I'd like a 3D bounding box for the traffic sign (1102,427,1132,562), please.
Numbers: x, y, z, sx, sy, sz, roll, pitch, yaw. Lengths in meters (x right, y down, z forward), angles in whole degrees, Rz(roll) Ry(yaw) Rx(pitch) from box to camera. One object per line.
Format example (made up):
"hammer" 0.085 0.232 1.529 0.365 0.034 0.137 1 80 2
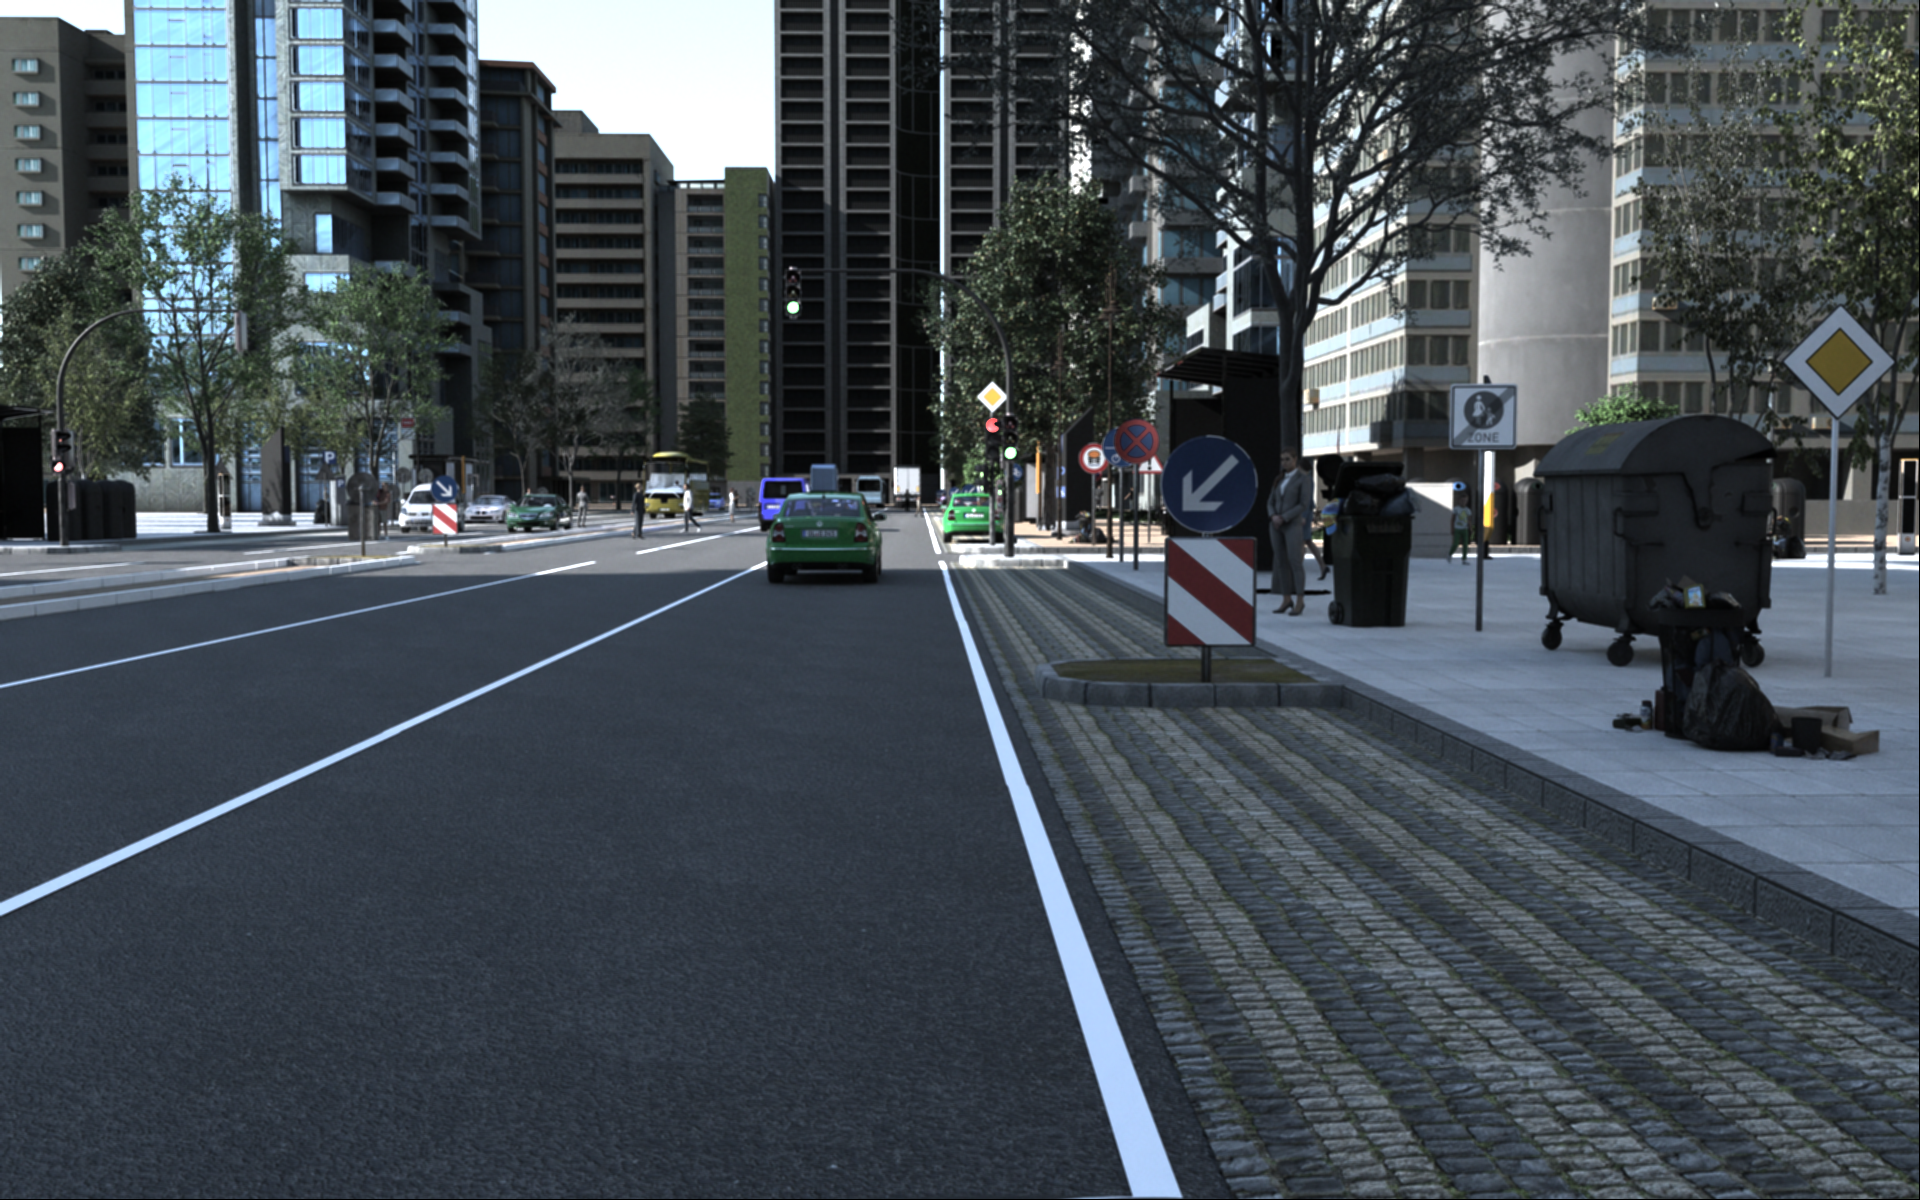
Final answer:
"traffic sign" 3.063 -1.998 32.772 0.768 2.556 0.104 0 4 1

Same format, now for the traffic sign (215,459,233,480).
"traffic sign" -27.079 -3.881 63.459 0.884 2.594 0.081 0 4 1

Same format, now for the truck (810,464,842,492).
"truck" -12.187 -9.757 149.293 2.967 4.110 18.799 0 3 0

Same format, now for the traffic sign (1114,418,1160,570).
"traffic sign" 2.981 -1.784 29.272 0.768 2.556 0.104 0 4 7

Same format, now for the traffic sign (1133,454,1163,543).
"traffic sign" 4.970 -2.780 45.462 0.884 2.594 0.081 0 4 2

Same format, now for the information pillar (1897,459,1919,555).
"information pillar" 19.912 -1.951 36.390 0.304 2.012 0.304 1 4 20

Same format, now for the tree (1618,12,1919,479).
"tree" 12.110 -4.682 26.918 4.360 8.622 3.978 0 3 0

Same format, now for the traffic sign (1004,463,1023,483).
"traffic sign" 2.176 -4.301 70.425 0.768 2.556 0.104 0 4 0

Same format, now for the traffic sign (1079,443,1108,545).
"traffic sign" 3.337 -2.634 43.172 0.768 2.556 0.104 0 4 1

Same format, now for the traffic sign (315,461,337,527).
"traffic sign" -24.902 -4.159 68.001 0.884 2.594 0.081 0 4 -1

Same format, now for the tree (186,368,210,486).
"tree" -41.270 -8.956 96.785 4.737 8.622 4.395 0 3 0

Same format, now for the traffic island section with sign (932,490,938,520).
"traffic island section with sign" -0.409 -5.327 95.723 1.989 1.847 2.006 0 4 -1

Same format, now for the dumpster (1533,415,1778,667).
"dumpster" 5.404 -0.476 13.536 1.264 1.857 1.865 0 4 -2

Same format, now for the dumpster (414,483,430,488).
"dumpster" -26.563 -4.951 86.713 1.264 1.857 1.865 0 4 -1

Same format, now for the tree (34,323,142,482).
"tree" -36.173 -7.416 71.621 4.360 8.622 3.978 0 3 0

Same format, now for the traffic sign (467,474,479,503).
"traffic sign" -24.801 -5.264 88.200 0.606 2.300 0.079 0 4 6

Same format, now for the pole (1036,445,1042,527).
"pole" 3.042 -4.453 66.651 0.158 3.312 0.155 0 3 0

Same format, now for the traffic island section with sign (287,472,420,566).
"traffic island section with sign" -12.332 -1.655 35.199 2.006 1.907 1.989 0 4 -1

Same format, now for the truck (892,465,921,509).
"truck" -5.331 -11.259 172.998 2.839 4.237 11.283 0 4 -3

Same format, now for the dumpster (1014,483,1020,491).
"dumpster" 3.976 -6.573 109.966 1.502 2.255 1.985 0 4 -1

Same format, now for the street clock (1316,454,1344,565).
"street clock" 6.691 -1.636 31.315 0.471 2.002 0.358 -1 4 -20

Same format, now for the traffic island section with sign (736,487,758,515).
"traffic island section with sign" -14.281 -6.703 117.722 2.006 1.907 1.989 0 4 -1

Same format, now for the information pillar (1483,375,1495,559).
"information pillar" 10.352 -2.605 33.948 0.183 3.616 0.504 0 4 -3

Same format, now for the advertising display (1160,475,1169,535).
"advertising display" 6.488 -3.009 54.416 0.123 1.923 0.974 -1 4 -10

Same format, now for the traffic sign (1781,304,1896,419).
"traffic sign" 6.114 -0.754 12.062 0.795 2.593 0.064 0 3 0

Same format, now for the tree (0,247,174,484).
"tree" -41.484 -10.012 80.699 9.611 12.733 9.660 0 3 0

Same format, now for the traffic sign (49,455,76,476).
"traffic sign" -25.555 -3.011 49.329 0.768 2.556 0.104 0 4 3

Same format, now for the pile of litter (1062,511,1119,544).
"pile of litter" 3.446 -1.914 45.255 1.176 0.858 1.719 -2 4 -32

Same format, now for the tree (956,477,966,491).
"tree" 0.648 -10.633 168.457 1.663 3.219 1.824 0 3 0

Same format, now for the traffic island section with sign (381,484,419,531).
"traffic island section with sign" -22.368 -3.623 67.871 1.989 1.847 2.006 0 4 -1

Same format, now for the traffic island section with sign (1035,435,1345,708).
"traffic island section with sign" 1.561 -0.236 12.486 1.989 1.847 2.006 0 4 -1

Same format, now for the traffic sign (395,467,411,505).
"traffic sign" -26.402 -5.019 82.159 0.768 2.556 0.104 0 4 1

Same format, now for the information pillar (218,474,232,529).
"information pillar" -26.783 -3.586 63.115 0.304 2.012 0.304 3 5 41

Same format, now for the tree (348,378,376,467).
"tree" -35.551 -9.063 98.537 4.737 8.622 4.395 0 3 0

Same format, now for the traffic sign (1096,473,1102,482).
"traffic sign" 5.695 -4.525 74.082 0.768 2.556 0.104 0 4 6

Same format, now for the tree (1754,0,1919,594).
"tree" 12.024 -4.379 21.961 4.737 8.622 4.395 0 3 0

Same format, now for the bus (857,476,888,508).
"bus" -9.270 -11.463 182.273 2.948 3.499 13.247 0 4 -1

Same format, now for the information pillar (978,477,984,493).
"information pillar" 1.173 -6.313 94.575 0.504 3.616 0.183 -2 4 -30

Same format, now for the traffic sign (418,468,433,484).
"traffic sign" -26.331 -5.214 85.348 0.768 2.556 0.104 0 4 7

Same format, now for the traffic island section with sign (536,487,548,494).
"traffic island section with sign" -23.009 -5.294 95.192 1.989 1.847 2.006 0 4 -1

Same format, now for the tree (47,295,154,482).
"tree" -32.805 -7.027 65.251 4.737 8.622 4.395 0 3 0

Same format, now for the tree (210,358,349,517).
"tree" -35.659 -8.590 90.810 4.737 8.622 4.395 0 3 0

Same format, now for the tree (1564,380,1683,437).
"tree" 19.261 -4.065 50.179 4.285 4.588 4.351 0 3 0

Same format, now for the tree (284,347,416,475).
"tree" -38.185 -10.556 107.000 7.601 10.594 8.767 2 4 25

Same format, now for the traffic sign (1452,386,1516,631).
"traffic sign" 4.859 -0.857 16.149 0.606 2.300 0.079 0 4 5

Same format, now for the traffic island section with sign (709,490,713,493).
"traffic island section with sign" -24.840 -10.016 172.389 1.989 1.847 2.006 0 4 -1

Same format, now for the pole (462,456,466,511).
"pole" -26.303 -5.993 91.823 0.158 3.312 0.155 0 3 0

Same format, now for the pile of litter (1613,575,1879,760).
"pile of litter" 4.134 0.292 9.187 1.176 0.858 1.719 0 4 8

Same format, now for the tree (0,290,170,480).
"tree" -50.242 -11.743 98.656 9.857 13.997 8.962 0 3 0

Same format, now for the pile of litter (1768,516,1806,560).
"pile of litter" 15.983 -1.243 34.287 1.719 0.858 1.176 -1 4 -9

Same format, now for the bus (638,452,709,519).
"bus" -17.028 -6.899 104.351 2.896 3.916 12.252 0 4 -2

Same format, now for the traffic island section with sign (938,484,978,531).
"traffic island section with sign" 0.254 -3.622 67.849 1.989 1.847 2.006 0 4 -1

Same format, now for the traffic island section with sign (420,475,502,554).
"traffic island section with sign" -12.497 -2.108 42.604 2.006 1.907 1.989 0 4 -1

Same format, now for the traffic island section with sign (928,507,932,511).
"traffic island section with sign" -1.573 -8.340 144.984 1.989 1.847 2.006 0 4 -1

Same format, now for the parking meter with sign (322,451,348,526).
"parking meter with sign" -24.928 -4.470 69.343 0.543 3.016 1.738 -3 5 -39
